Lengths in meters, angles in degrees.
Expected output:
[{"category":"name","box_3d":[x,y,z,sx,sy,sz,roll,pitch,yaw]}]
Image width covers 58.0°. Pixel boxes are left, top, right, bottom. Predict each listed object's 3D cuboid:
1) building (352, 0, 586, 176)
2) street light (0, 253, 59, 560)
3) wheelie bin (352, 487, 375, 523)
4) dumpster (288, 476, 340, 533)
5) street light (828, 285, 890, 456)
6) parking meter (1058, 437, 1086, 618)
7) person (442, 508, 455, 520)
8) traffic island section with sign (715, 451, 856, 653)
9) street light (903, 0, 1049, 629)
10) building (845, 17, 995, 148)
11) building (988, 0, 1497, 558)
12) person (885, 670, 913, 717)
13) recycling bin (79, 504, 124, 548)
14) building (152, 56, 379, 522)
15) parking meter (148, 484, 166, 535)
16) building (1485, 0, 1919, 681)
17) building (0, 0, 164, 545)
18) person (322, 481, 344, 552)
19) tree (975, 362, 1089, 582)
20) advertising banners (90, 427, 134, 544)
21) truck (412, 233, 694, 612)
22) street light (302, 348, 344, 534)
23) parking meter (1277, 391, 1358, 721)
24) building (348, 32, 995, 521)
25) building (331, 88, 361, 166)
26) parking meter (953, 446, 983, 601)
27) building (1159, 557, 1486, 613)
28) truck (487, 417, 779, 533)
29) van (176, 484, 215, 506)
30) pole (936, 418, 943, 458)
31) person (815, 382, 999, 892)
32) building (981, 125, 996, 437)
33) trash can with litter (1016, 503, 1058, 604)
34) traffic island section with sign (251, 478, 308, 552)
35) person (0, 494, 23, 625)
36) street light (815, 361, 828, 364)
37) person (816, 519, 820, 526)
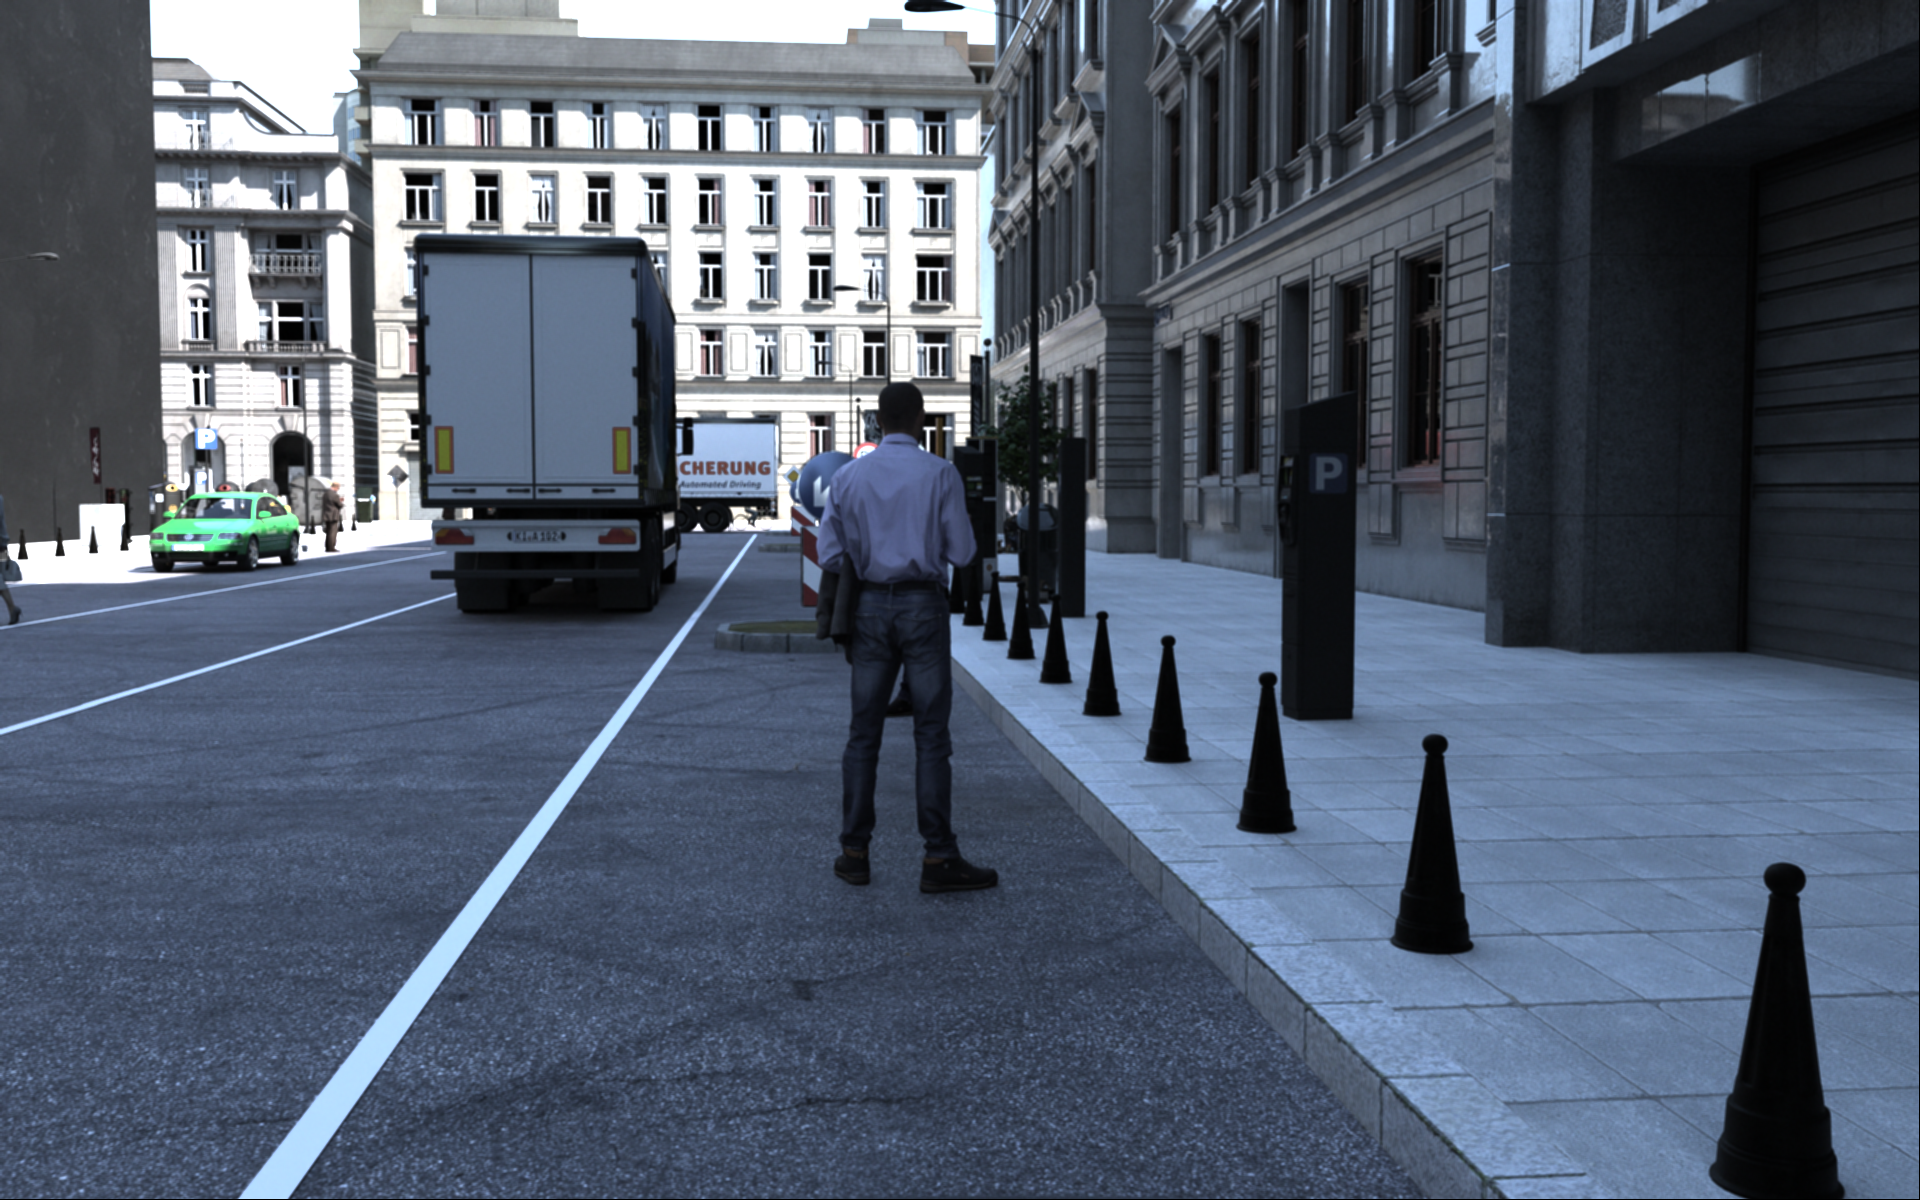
[{"category":"building","box_3d":[-46.758,-33.417,170.062,21.300,48.544,21.600,0,4,-6]},{"category":"street light","box_3d":[-18.091,-3.730,33.522,1.470,5.913,1.316,0,4,-6]},{"category":"wheelie bin","box_3d":[-26.209,-4.177,76.196,0.980,1.594,0.693,-1,4,-9]},{"category":"dumpster","box_3d":[-21.310,-3.141,57.111,1.264,1.857,1.865,0,4,-6]},{"category":"street light","box_3d":[-2.129,-4.049,38.744,1.470,5.913,1.316,0,4,-6]},{"category":"parking meter","box_3d":[1.166,-0.758,18.113,0.255,1.863,0.399,0,4,-3]},{"category":"person","box_3d":[-14.881,-2.424,50.404,0.388,1.546,0.482,-2,4,-31]},{"category":"traffic island section with sign","box_3d":[-1.336,-0.488,16.604,1.989,1.847,2.006,0,4,-6]},{"category":"street light","box_3d":[0.169,-2.684,16.430,1.470,5.913,1.316,0,4,-6]},{"category":"building","box_3d":[-4.014,-31.502,165.166,14.600,45.320,14.200,0,4,-6]},{"category":"building","box_3d":[7.126,-12.886,46.845,11.583,22.565,21.152,0,4,-6]},{"category":"person","box_3d":[-0.401,-0.122,11.309,0.431,1.722,0.655,0,4,8]},{"category":"recycling bin","box_3d":[-20.748,-1.795,41.898,0.722,1.027,0.722,1,4,15]},{"category":"building","box_3d":[-40.567,-14.843,84.477,24.055,21.916,13.314,0,4,-6]},{"category":"parking meter","box_3d":[-19.277,-2.030,41.598,0.372,1.533,0.369,0,3,0]},{"category":"building","box_3d":[11.471,-11.426,4.836,12.078,24.808,19.932,0,4,-6]},{"category":"building","box_3d":[-32.320,-13.295,47.046,15.834,23.373,12.332,0,4,-6]},{"category":"person","box_3d":[-15.395,-2.044,42.610,0.565,1.739,0.600,1,4,10]},{"category":"tree","box_3d":[1.070,-1.894,25.563,1.663,3.219,1.824,0,3,0]},{"category":"advertising banners","box_3d":[-22.130,-2.994,45.134,2.074,3.025,0.090,3,4,38]},{"category":"truck","box_3d":[-5.318,-2.167,24.342,2.839,4.237,11.283,0,4,-7]},{"category":"street light","box_3d":[-20.289,-5.054,55.168,1.470,5.913,1.316,0,4,-6]},{"category":"parking meter","box_3d":[2.035,-0.256,9.890,0.399,1.863,0.255,-1,4,-9]},{"category":"building","box_3d":[-13.860,-15.657,89.280,30.059,22.955,16.112,0,4,-6]},{"category":"building","box_3d":[-73.086,-43.062,246.059,28.212,58.520,21.231,0,4,-6]},{"category":"parking meter","box_3d":[0.100,-0.924,20.820,0.255,1.863,0.399,-2,4,-24]},{"category":"building","box_3d":[9.891,-11.572,25.352,11.583,22.565,21.152,0,4,-6]},{"category":"truck","box_3d":[-12.443,-4.618,64.419,11.283,4.237,2.839,0,4,-4]},{"category":"van","box_3d":[-31.855,-4.019,72.722,4.112,2.044,2.013,0,4,-7]},{"category":"pole","box_3d":[-0.550,-3.204,46.232,0.158,3.312,0.155,0,3,0]},{"category":"person","box_3d":[-0.179,0.117,6.450,0.709,1.838,0.599,1,4,16]},{"category":"building","box_3d":[16.686,-16.628,90.928,30.058,24.678,14.314,0,4,-6]},{"category":"trash can with litter","box_3d":[0.977,-0.568,20.679,0.624,1.170,1.055,0,4,4]},{"category":"traffic island section with sign","box_3d":[-17.257,-2.086,42.739,1.989,1.847,2.006,0,4,-6]},{"category":"person","box_3d":[-10.545,-0.606,18.758,0.624,1.780,0.694,1,4,13]},{"category":"street light","box_3d":[-4.353,-5.385,60.579,1.470,5.913,1.316,0,4,-6]},{"category":"person","box_3d":[-3.874,-2.332,46.804,0.537,1.800,0.526,3,4,39]}]
